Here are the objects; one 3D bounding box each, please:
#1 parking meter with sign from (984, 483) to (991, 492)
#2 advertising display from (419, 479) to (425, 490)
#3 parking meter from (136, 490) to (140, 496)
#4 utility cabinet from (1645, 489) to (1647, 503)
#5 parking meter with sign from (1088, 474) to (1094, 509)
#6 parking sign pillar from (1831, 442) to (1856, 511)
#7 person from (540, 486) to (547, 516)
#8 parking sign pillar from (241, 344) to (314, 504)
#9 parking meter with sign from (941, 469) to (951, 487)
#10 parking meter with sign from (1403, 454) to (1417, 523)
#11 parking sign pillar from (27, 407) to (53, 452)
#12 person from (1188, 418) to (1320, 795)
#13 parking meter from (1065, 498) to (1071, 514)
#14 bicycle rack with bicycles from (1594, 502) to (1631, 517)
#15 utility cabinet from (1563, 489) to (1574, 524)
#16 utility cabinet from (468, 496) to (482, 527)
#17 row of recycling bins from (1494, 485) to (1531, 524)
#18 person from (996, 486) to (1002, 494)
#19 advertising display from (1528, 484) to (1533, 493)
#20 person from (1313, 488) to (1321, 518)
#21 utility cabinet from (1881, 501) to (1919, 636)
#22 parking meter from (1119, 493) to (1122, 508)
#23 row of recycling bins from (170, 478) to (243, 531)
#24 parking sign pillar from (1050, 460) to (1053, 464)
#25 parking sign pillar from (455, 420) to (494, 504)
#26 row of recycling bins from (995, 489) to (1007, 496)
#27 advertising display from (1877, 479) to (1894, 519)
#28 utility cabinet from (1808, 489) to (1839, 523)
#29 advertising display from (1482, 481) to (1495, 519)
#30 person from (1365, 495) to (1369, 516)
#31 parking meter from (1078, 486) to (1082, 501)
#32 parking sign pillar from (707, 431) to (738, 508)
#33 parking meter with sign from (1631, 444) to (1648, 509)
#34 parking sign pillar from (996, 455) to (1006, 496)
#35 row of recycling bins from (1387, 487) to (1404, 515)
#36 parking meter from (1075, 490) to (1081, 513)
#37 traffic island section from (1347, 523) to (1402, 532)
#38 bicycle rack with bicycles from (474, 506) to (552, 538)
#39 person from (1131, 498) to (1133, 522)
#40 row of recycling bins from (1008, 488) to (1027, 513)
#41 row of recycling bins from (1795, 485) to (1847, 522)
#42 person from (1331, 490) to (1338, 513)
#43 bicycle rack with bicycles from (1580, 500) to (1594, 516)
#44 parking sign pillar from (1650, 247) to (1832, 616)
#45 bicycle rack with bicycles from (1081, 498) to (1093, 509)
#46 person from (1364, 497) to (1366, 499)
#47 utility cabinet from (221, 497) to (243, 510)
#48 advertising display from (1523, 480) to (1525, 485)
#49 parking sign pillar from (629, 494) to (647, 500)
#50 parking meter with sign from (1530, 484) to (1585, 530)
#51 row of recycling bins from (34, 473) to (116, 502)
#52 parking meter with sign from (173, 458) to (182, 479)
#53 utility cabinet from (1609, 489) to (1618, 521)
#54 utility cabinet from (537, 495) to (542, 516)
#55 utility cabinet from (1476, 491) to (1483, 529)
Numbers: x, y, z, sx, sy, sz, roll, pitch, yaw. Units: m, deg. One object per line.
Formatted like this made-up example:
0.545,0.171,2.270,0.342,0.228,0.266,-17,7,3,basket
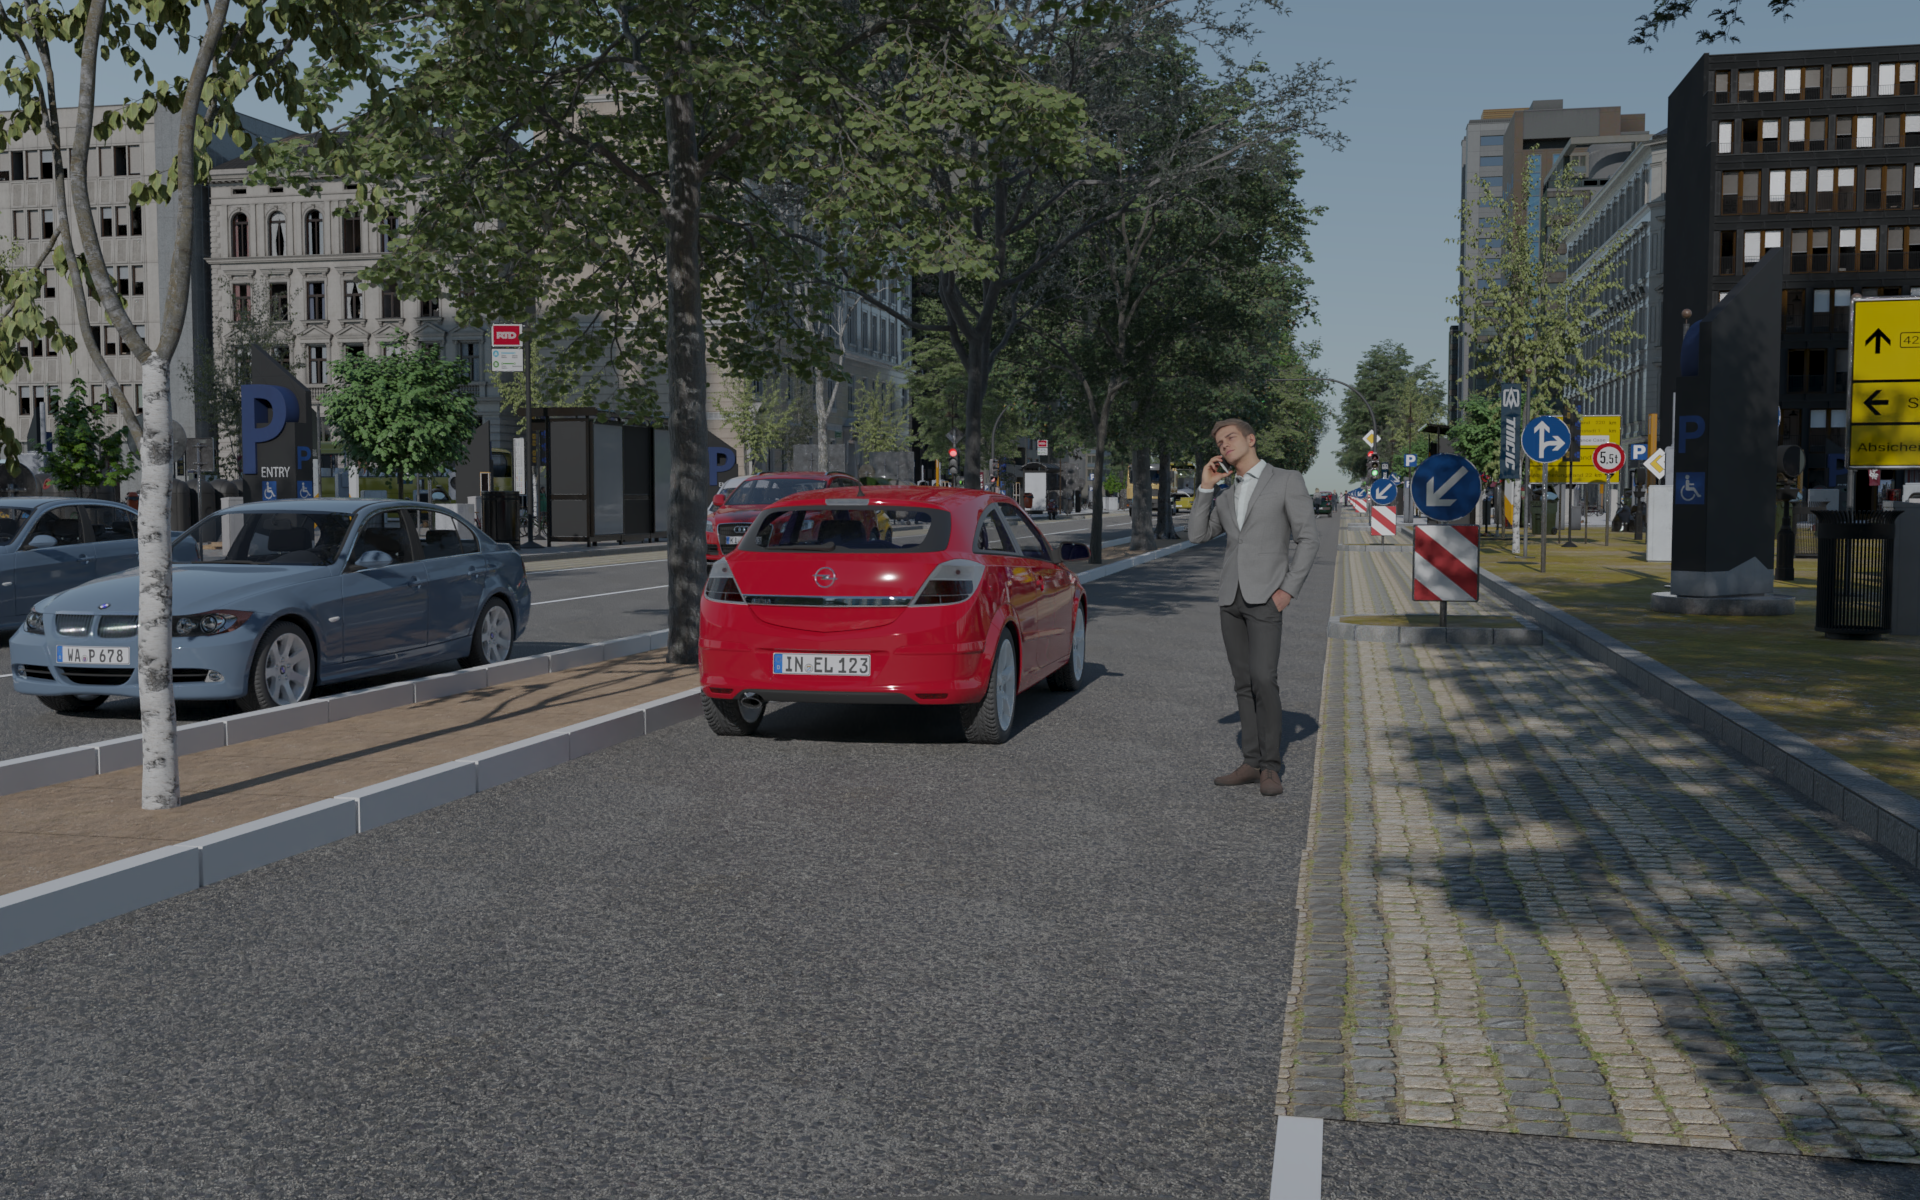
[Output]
1.961,-7.289,115.433,0.543,3.016,1.738,3,5,43,parking meter with sign
-22.911,-4.184,73.626,0.123,1.923,0.974,-2,4,-28,advertising display
-46.418,-5.483,98.062,0.372,1.533,0.369,0,3,0,parking meter
29.181,-3.923,72.816,1.173,1.500,0.318,-1,4,-22,utility cabinet
11.287,-9.348,149.094,0.543,3.016,1.738,0,4,-6,parking meter with sign
42.301,-5.796,83.237,1.447,3.967,1.447,1,4,8,parking sign pillar
-19.627,-4.448,81.478,0.529,1.795,0.600,1,4,15,person
-12.126,-2.586,30.758,1.447,3.967,1.447,2,4,26,parking sign pillar
-0.842,-6.766,106.892,0.543,3.016,1.738,-2,4,-26,parking meter with sign
19.839,-4.906,76.468,0.543,3.016,1.738,1,4,13,parking meter with sign
-28.779,-4.019,54.186,1.447,3.967,1.447,-3,5,-40,parking sign pillar
1.423,0.014,8.451,0.473,1.802,0.592,-2,4,-28,person
6.905,-6.251,110.608,0.372,1.533,0.369,0,3,0,parking meter
33.735,-4.447,86.098,2.852,0.926,2.925,-1,4,-11,bicycle rack with bicycles
25.637,-4.001,74.088,1.173,1.500,0.318,-1,4,-11,utility cabinet
-14.888,-2.604,53.742,0.306,1.237,1.020,1,4,14,utility cabinet
23.918,-4.156,75.058,1.069,1.692,3.534,2,4,32,row of recycling bins
1.838,-4.481,81.865,0.391,1.810,0.635,0,4,-7,person
35.830,-6.397,109.799,0.974,1.923,0.123,-1,4,-11,advertising display
21.097,-5.744,102.589,0.709,1.800,0.728,-1,4,-12,person
8.803,-0.305,16.145,0.306,1.237,1.020,2,4,23,utility cabinet
13.965,-8.808,149.726,0.399,1.863,0.255,-1,4,-19,parking meter
-20.149,-2.406,46.456,1.069,1.692,3.534,1,4,15,row of recycling bins
7.255,-9.145,137.997,1.447,3.967,1.447,-1,4,-14,parking sign pillar
-17.823,-4.594,63.581,1.447,3.967,1.447,0,4,6,parking sign pillar
2.314,-8.120,139.882,3.534,1.692,1.069,-1,4,-14,row of recycling bins
40.143,-4.276,75.130,0.123,1.923,0.974,0,4,-5,advertising display
37.747,-4.101,75.735,1.173,1.500,0.318,1,4,13,utility cabinet
26.886,-5.080,88.271,0.123,1.923,0.974,-2,4,-27,advertising display
25.041,-5.954,106.022,0.466,1.800,0.511,1,4,23,person
8.936,-7.614,130.197,0.255,1.863,0.399,-2,4,-29,parking meter
-9.858,-5.092,71.732,1.447,3.967,1.447,-1,4,-21,parking sign pillar
24.049,-3.978,61.305,0.543,3.016,1.738,2,4,24,parking meter with sign
2.693,-7.638,113.347,1.447,3.967,1.447,-1,4,-8,parking sign pillar
26.640,-6.036,105.802,1.069,1.692,3.534,1,4,16,row of recycling bins
8.575,-7.184,125.869,0.372,1.533,0.369,0,3,0,parking meter
16.203,-2.782,67.759,2.009,0.180,2.903,1,4,12,traffic island section
-12.962,-2.334,51.541,2.925,0.926,2.852,2,4,25,bicycle rack with bicycles
8.033,-4.287,78.936,0.601,1.785,0.444,-3,5,-44,person
4.624,-6.898,119.890,1.069,1.692,3.534,2,4,25,row of recycling bins
39.829,-4.538,81.315,3.534,1.692,1.069,1,4,22,row of recycling bins
29.117,-7.695,134.727,0.576,1.772,0.534,1,4,14,person
35.671,-5.294,99.933,2.925,0.926,2.852,1,4,19,bicycle rack with bicycles
8.318,-1.854,18.792,1.447,3.967,1.447,-2,4,-34,parking sign pillar
10.976,-8.050,144.994,2.925,0.926,2.852,-3,5,-42,bicycle rack with bicycles
33.226,-8.079,141.599,0.522,1.701,0.512,1,4,10,person
-15.074,-1.557,36.616,0.306,1.237,1.020,2,4,33,utility cabinet
25.380,-4.478,78.432,0.123,1.923,0.974,2,4,30,advertising display
-9.683,-4.015,54.119,1.447,3.967,1.447,1,4,20,parking sign pillar
21.218,-4.000,61.654,1.738,3.016,0.543,1,4,19,parking meter with sign
-17.733,-1.638,33.898,3.534,1.692,1.069,2,4,34,row of recycling bins
-28.437,-4.019,61.964,1.738,3.016,0.543,3,5,43,parking meter with sign
30.934,-4.484,81.985,0.318,1.500,1.173,1,4,16,utility cabinet
-22.270,-4.989,92.728,1.020,1.237,0.306,-1,4,-18,utility cabinet
18.902,-3.347,63.404,0.318,1.500,1.173,1,4,22,utility cabinet
